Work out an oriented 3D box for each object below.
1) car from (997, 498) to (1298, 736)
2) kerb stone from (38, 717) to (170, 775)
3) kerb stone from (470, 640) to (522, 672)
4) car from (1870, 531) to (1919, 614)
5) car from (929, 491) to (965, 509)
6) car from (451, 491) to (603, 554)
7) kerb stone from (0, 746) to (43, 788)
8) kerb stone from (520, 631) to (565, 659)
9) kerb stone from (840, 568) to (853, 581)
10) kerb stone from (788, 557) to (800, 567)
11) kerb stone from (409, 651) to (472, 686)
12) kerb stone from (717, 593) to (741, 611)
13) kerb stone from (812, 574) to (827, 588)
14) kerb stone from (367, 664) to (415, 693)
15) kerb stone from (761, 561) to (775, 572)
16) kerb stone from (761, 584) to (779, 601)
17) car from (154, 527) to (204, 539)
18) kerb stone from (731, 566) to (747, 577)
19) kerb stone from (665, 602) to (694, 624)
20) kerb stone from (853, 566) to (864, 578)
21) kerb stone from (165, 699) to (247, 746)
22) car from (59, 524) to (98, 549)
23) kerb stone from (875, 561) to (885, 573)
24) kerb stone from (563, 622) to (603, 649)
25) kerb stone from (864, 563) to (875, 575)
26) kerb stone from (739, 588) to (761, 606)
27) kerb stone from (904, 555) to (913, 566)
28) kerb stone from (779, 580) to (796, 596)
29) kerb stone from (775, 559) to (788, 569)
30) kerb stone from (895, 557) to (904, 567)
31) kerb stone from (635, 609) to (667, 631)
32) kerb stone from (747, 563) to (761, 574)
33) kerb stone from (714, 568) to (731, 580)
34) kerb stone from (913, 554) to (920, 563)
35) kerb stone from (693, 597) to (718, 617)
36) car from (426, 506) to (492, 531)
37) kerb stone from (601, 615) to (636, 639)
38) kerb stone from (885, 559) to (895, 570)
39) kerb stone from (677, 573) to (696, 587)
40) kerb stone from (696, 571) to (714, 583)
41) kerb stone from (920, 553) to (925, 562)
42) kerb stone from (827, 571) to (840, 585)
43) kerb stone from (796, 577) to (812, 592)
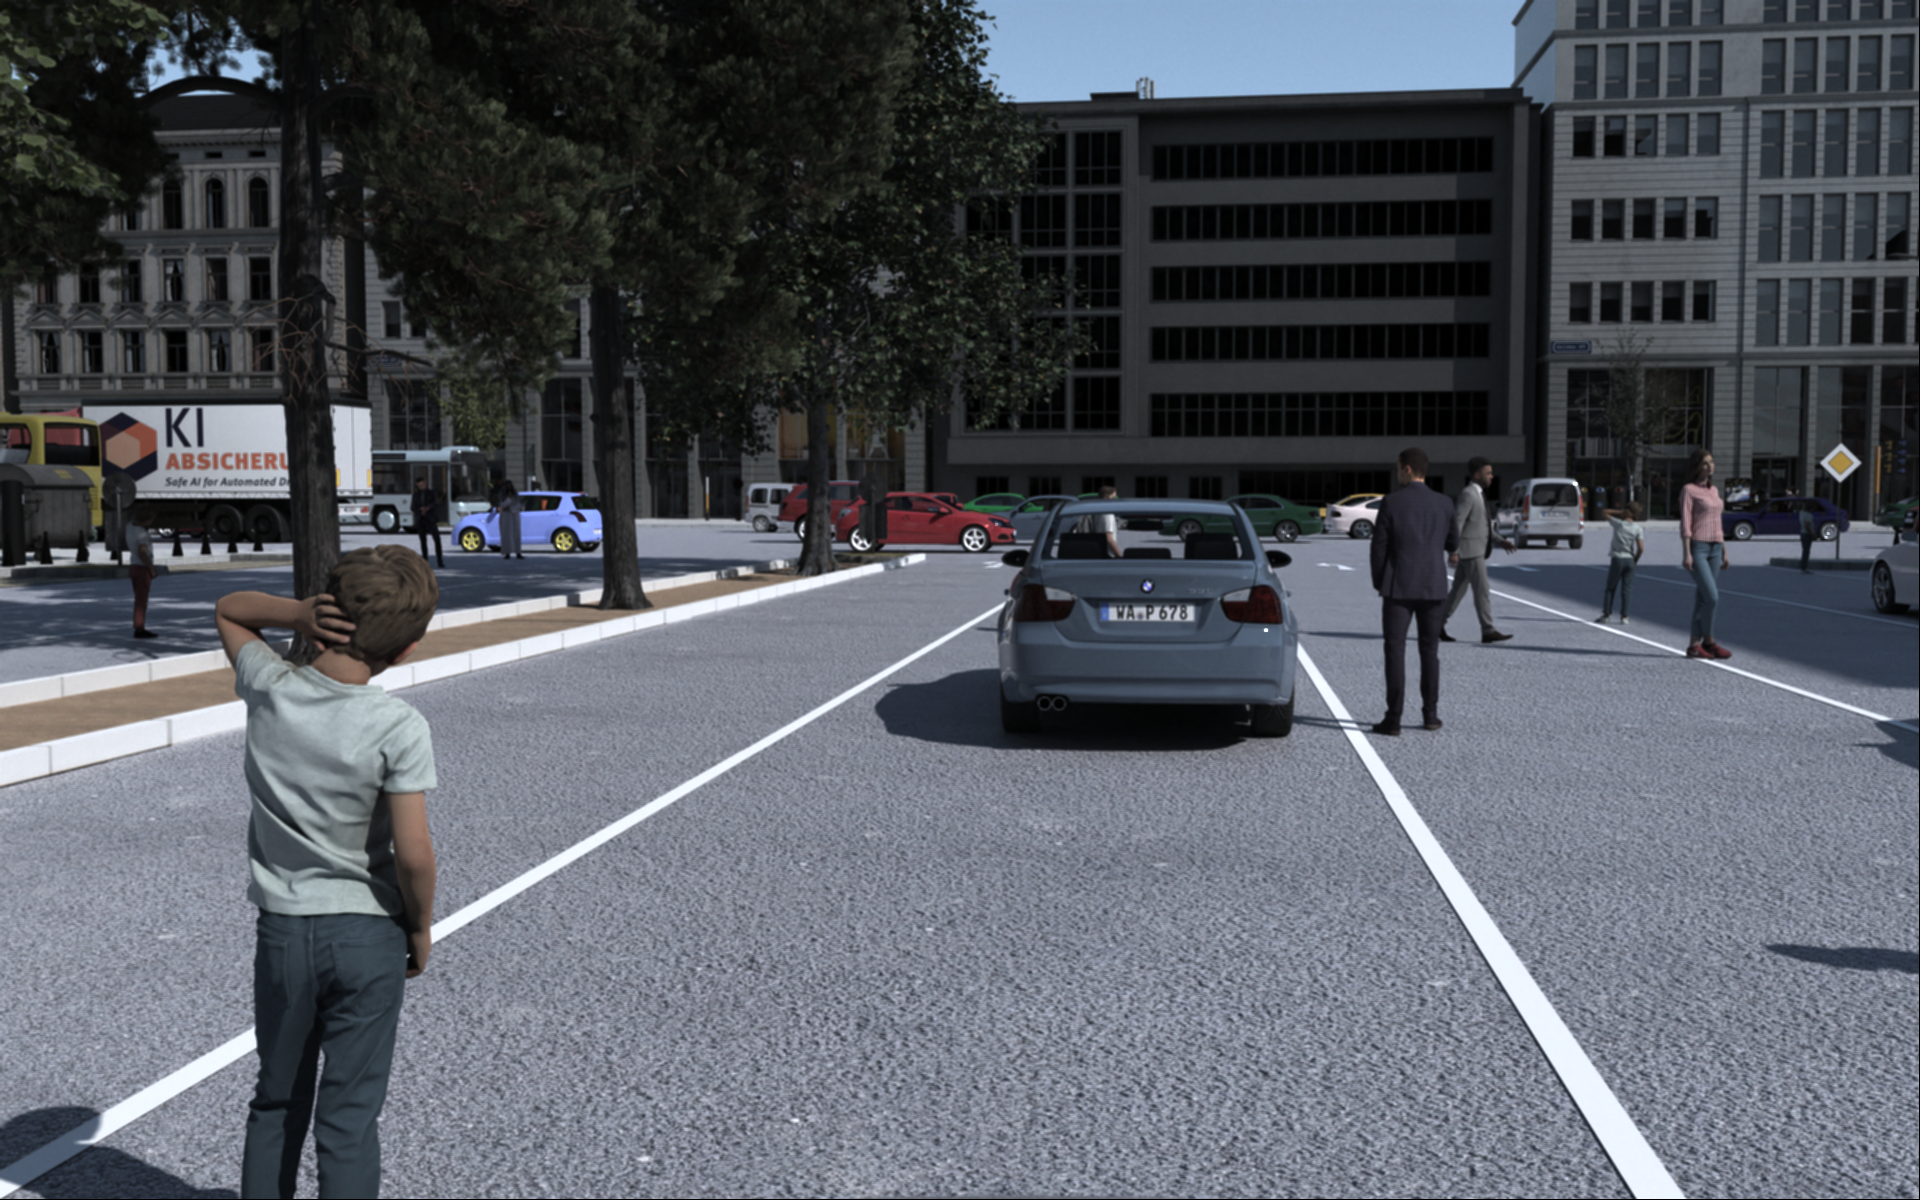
[{"bbox_3d":[1.244,0.024,11.612,2.014,1.417,4.499,0,4,6],"label":"car"},{"bbox_3d":[-4.621,0.787,9.333,0.120,0.150,1.000,0,4,8],"label":"kerb stone"},{"bbox_3d":[-3.926,0.474,14.442,0.120,0.150,1.000,0,4,8],"label":"kerb stone"},{"bbox_3d":[11.724,-0.416,19.165,2.083,1.381,4.827,1,4,9],"label":"car"},{"bbox_3d":[-0.898,-3.280,62.670,2.155,1.783,4.494,1,4,8],"label":"car"},{"bbox_3d":[-10.660,-2.023,42.665,3.694,1.707,1.945,1,4,9],"label":"car"},{"bbox_3d":[-4.756,0.849,8.314,0.120,0.150,1.000,0,4,8],"label":"kerb stone"},{"bbox_3d":[-3.790,0.412,15.461,0.120,0.150,1.000,0,4,8],"label":"kerb stone"},{"bbox_3d":[-1.983,-0.402,28.763,0.120,0.150,1.000,0,4,8],"label":"kerb stone"},{"bbox_3d":[-3.381,-0.728,34.126,0.120,0.150,1.000,0,4,8],"label":"kerb stone"},{"bbox_3d":[-4.066,0.536,13.424,0.120,0.150,1.000,0,4,8],"label":"kerb stone"},{"bbox_3d":[-2.957,0.037,21.593,0.120,0.150,1.000,0,4,8],"label":"kerb stone"},{"bbox_3d":[-2.259,-0.270,26.718,0.120,0.150,1.000,0,4,8],"label":"kerb stone"},{"bbox_3d":[-4.202,0.600,12.404,0.120,0.150,1.000,0,4,8],"label":"kerb stone"},{"bbox_3d":[-3.646,-0.604,32.075,0.120,0.150,1.000,0,4,8],"label":"kerb stone"},{"bbox_3d":[-2.679,-0.088,23.638,0.120,0.150,1.000,0,4,8],"label":"kerb stone"},{"bbox_3d":[-24.008,-2.897,56.404,4.494,1.783,2.155,1,4,9],"label":"car"},{"bbox_3d":[-3.926,-0.473,30.035,0.120,0.150,1.000,0,4,8],"label":"kerb stone"},{"bbox_3d":[-3.231,0.161,19.556,0.120,0.150,1.000,0,4,8],"label":"kerb stone"},{"bbox_3d":[-1.843,-0.460,29.783,0.120,0.150,1.000,0,4,8],"label":"kerb stone"},{"bbox_3d":[-4.476,0.724,10.359,0.120,0.150,1.000,0,4,8],"label":"kerb stone"},{"bbox_3d":[-23.862,-1.896,42.803,4.920,1.459,2.131,0,4,6],"label":"car"},{"bbox_3d":[-1.567,-0.588,31.822,0.120,0.150,1.000,0,4,8],"label":"kerb stone"},{"bbox_3d":[-3.648,0.350,16.479,0.120,0.150,1.000,0,4,8],"label":"kerb stone"},{"bbox_3d":[-1.703,-0.526,30.803,0.120,0.150,1.000,0,4,8],"label":"kerb stone"},{"bbox_3d":[-2.816,-0.026,22.615,0.120,0.150,1.000,0,4,8],"label":"kerb stone"},{"bbox_3d":[-1.147,-0.776,34.884,0.120,0.150,1.000,0,4,8],"label":"kerb stone"},{"bbox_3d":[-2.540,-0.151,24.668,0.120,0.150,1.000,0,4,8],"label":"kerb stone"},{"bbox_3d":[-3.514,-0.667,33.107,0.120,0.150,1.000,0,4,8],"label":"kerb stone"},{"bbox_3d":[-1.291,-0.707,33.865,0.120,0.150,1.000,0,4,8],"label":"kerb stone"},{"bbox_3d":[-3.374,0.225,18.522,0.120,0.150,1.000,0,4,8],"label":"kerb stone"},{"bbox_3d":[-3.794,-0.537,31.054,0.120,0.150,1.000,0,4,8],"label":"kerb stone"},{"bbox_3d":[-4.064,-0.411,29.017,0.120,0.150,1.000,0,4,8],"label":"kerb stone"},{"bbox_3d":[-1.011,-0.839,35.912,0.120,0.150,1.000,0,4,8],"label":"kerb stone"},{"bbox_3d":[-3.098,0.099,20.576,0.120,0.150,1.000,0,4,8],"label":"kerb stone"},{"bbox_3d":[-19.058,-3.453,65.491,4.494,1.783,2.155,0,4,6],"label":"car"},{"bbox_3d":[-3.514,0.287,17.504,0.120,0.150,1.000,0,4,8],"label":"kerb stone"},{"bbox_3d":[-1.427,-0.651,32.846,0.120,0.150,1.000,0,4,8],"label":"kerb stone"},{"bbox_3d":[-4.348,-0.285,26.970,0.120,0.150,1.000,0,4,8],"label":"kerb stone"},{"bbox_3d":[-4.213,-0.354,27.988,0.120,0.150,1.000,0,4,8],"label":"kerb stone"},{"bbox_3d":[-0.875,-0.900,36.932,0.120,0.150,1.000,0,4,8],"label":"kerb stone"},{"bbox_3d":[-2.118,-0.338,27.735,0.120,0.150,1.000,0,4,8],"label":"kerb stone"},{"bbox_3d":[-2.396,-0.212,25.685,0.120,0.150,1.000,0,4,8],"label":"kerb stone"}]
